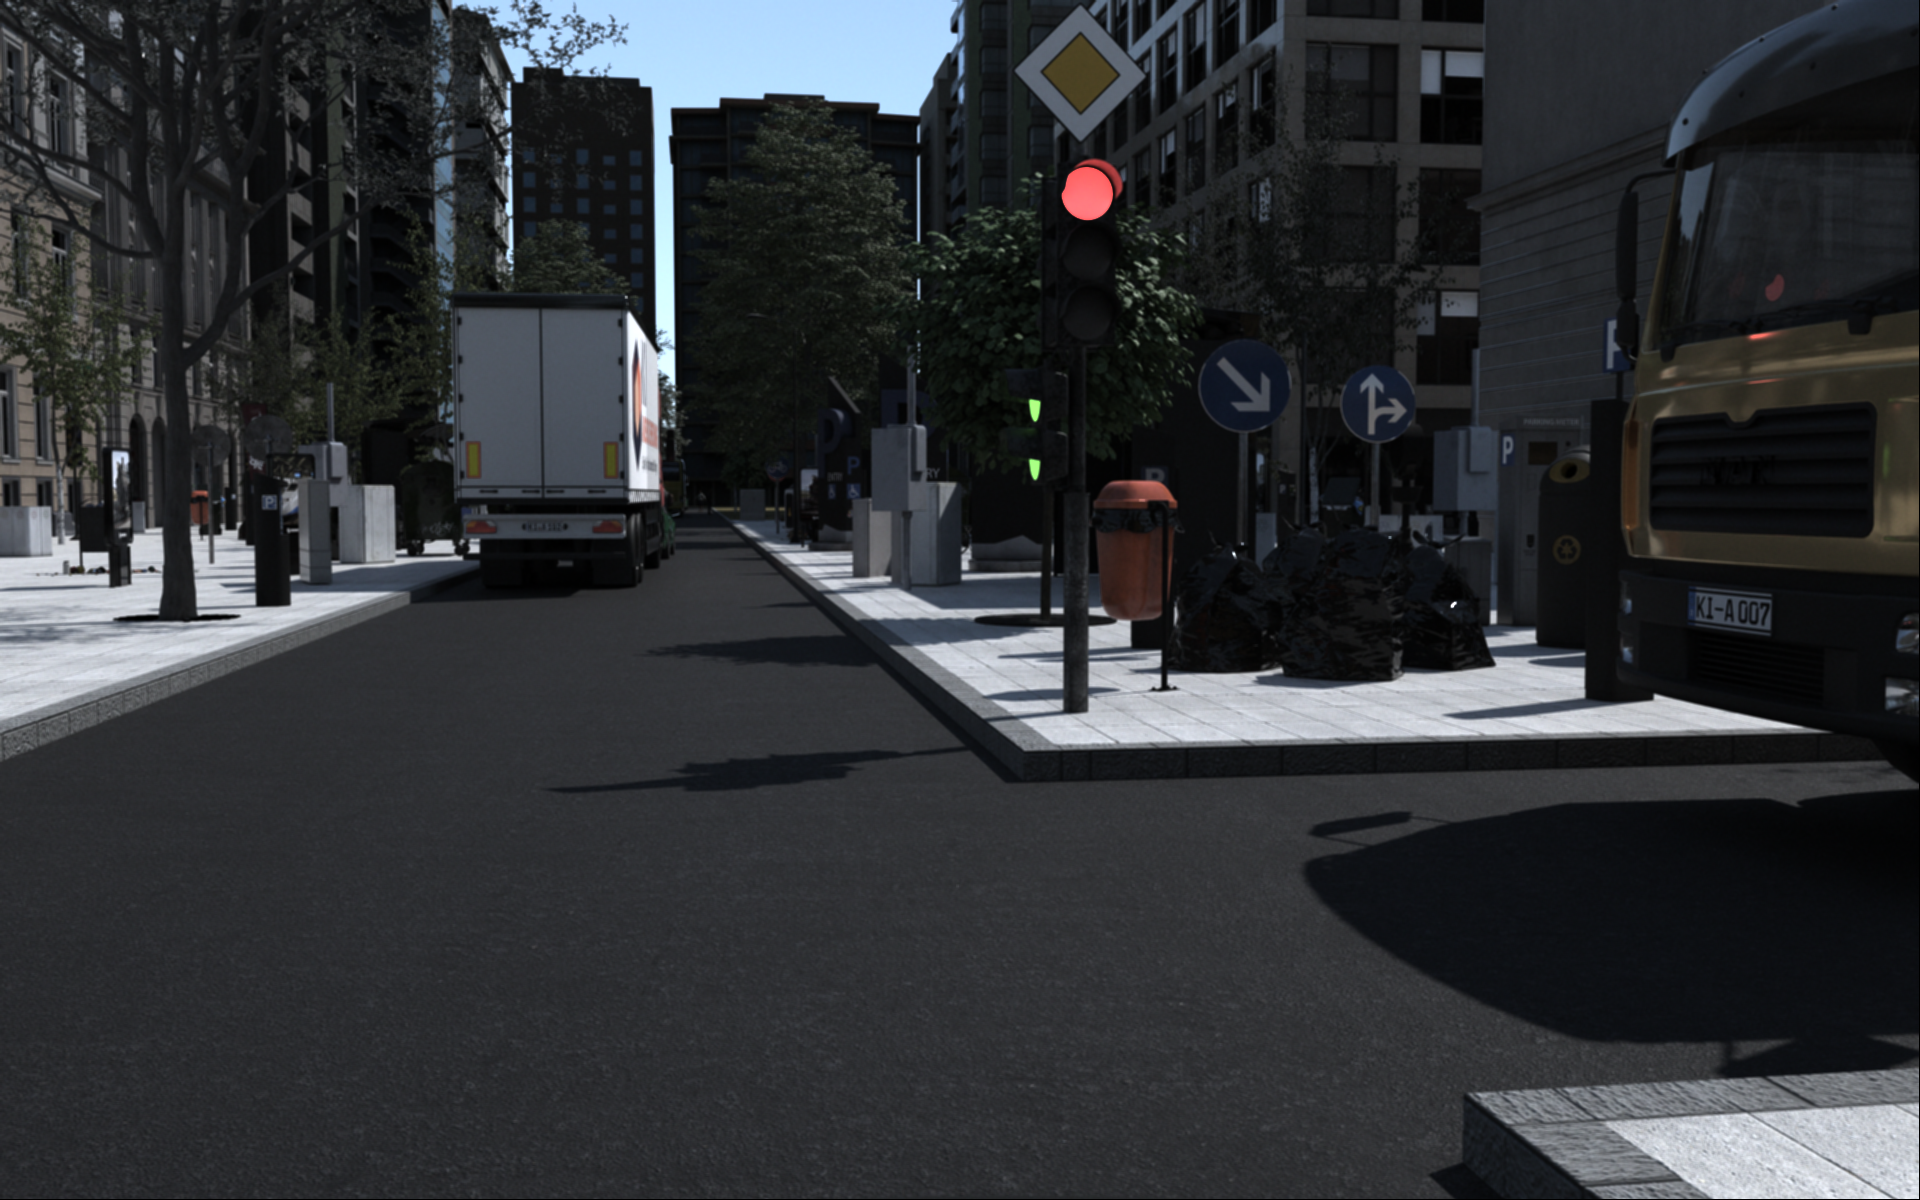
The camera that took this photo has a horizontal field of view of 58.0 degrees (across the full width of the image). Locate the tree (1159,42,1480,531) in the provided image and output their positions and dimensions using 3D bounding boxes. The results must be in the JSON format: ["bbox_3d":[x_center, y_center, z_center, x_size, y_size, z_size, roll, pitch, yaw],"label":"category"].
[{"bbox_3d":[6.045,-4.792,28.716,4.360,8.622,3.978,0,3,0],"label":"tree"}]

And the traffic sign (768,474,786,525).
[{"bbox_3d":[-7.555,-4.371,71.564,0.768,2.556,0.104,0,4,-1],"label":"traffic sign"}]

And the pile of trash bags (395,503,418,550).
[{"bbox_3d":[-13.687,-1.813,39.392,1.912,1.369,3.447,0,4,3],"label":"pile of trash bags"}]

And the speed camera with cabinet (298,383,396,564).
[{"bbox_3d":[-11.163,-2.277,31.567,0.660,3.252,2.038,1,4,18],"label":"speed camera with cabinet"}]

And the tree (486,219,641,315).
[{"bbox_3d":[-16.883,-9.426,72.247,7.486,12.596,7.792,0,3,0],"label":"tree"}]

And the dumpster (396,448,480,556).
[{"bbox_3d":[-10.959,-2.075,36.426,1.502,2.255,1.985,-1,4,-9],"label":"dumpster"}]

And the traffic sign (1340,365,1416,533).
[{"bbox_3d":[4.115,-1.044,17.173,0.768,2.556,0.104,0,4,-6],"label":"traffic sign"}]

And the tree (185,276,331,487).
[{"bbox_3d":[-23.205,-6.557,57.573,4.360,8.622,3.978,0,3,0],"label":"tree"}]

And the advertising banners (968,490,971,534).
[{"bbox_3d":[0.883,-3.653,55.915,2.074,3.025,0.090,-2,4,-34],"label":"advertising banners"}]

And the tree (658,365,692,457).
[{"bbox_3d":[-27.512,-14.684,146.745,9.857,13.997,8.962,0,3,0],"label":"tree"}]

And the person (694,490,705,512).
[{"bbox_3d":[-21.104,-8.030,140.572,1.217,1.735,0.721,2,4,34],"label":"person"}]

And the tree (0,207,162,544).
[{"bbox_3d":[-22.658,-5.722,43.923,4.737,8.622,4.395,0,3,0],"label":"tree"}]

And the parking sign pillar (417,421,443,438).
[{"bbox_3d":[-19.623,-4.600,63.688,1.447,3.967,1.447,-1,4,-10],"label":"parking sign pillar"}]

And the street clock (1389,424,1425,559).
[{"bbox_3d":[4.639,-0.823,18.030,0.358,2.002,0.471,0,4,-4],"label":"street clock"}]

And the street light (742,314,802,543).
[{"bbox_3d":[-4.822,-4.426,44.913,1.470,5.913,1.316,-1,4,-9],"label":"street light"}]

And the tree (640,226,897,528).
[{"bbox_3d":[-6.024,-8.553,65.589,9.928,11.665,9.643,0,3,0],"label":"tree"}]

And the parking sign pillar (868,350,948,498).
[{"bbox_3d":[-0.874,-2.683,32.346,1.447,3.967,1.447,0,4,3],"label":"parking sign pillar"}]

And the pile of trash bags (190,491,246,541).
[{"bbox_3d":[-19.719,-2.367,48.456,3.447,1.369,1.912,-2,4,-28],"label":"pile of trash bags"}]

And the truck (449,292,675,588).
[{"bbox_3d":[-6.528,-2.501,29.805,2.839,4.237,11.283,0,4,-7],"label":"truck"}]

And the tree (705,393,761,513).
[{"bbox_3d":[-15.228,-10.211,117.314,4.360,8.622,3.978,0,3,0],"label":"tree"}]

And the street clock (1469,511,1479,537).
[{"bbox_3d":[10.229,-1.828,34.460,0.471,2.002,0.358,2,4,26],"label":"street clock"}]

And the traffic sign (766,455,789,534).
[{"bbox_3d":[-5.888,-3.414,55.919,0.768,2.556,0.104,0,4,-7],"label":"traffic sign"}]

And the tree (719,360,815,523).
[{"bbox_3d":[-8.407,-7.757,77.196,4.737,8.622,4.395,0,3,0],"label":"tree"}]

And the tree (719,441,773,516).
[{"bbox_3d":[-12.062,-7.295,102.994,4.285,4.588,4.351,0,3,0],"label":"tree"}]

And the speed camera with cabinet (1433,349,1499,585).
[{"bbox_3d":[7.593,-1.822,24.134,2.038,3.252,0.660,-1,4,-23],"label":"speed camera with cabinet"}]

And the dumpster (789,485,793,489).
[{"bbox_3d":[-7.541,-4.692,82.474,1.264,1.857,1.865,-1,4,-9],"label":"dumpster"}]

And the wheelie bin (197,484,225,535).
[{"bbox_3d":[-23.477,-2.824,54.084,0.980,1.594,0.693,-2,4,-29],"label":"wheelie bin"}]

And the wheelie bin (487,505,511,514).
[{"bbox_3d":[-15.397,-3.047,57.719,0.980,1.594,0.693,1,4,11],"label":"wheelie bin"}]

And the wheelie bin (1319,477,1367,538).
[{"bbox_3d":[7.268,-1.526,32.866,0.980,1.594,0.693,3,4,39],"label":"wheelie bin"}]

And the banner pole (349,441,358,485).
[{"bbox_3d":[-28.470,-5.578,81.224,0.863,3.779,0.401,3,4,39],"label":"banner pole"}]

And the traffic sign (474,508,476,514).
[{"bbox_3d":[-13.703,-2.917,48.885,0.795,2.450,0.064,0,4,-8],"label":"traffic sign"}]

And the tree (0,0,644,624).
[{"bbox_3d":[-7.855,-6.543,17.346,12.009,13.543,11.850,0,3,0],"label":"tree"}]

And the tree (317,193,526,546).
[{"bbox_3d":[-12.512,-5.668,43.036,4.737,8.622,4.395,0,3,0],"label":"tree"}]

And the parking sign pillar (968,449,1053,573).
[{"bbox_3d":[0.862,-2.471,28.870,1.447,3.967,1.447,1,4,22],"label":"parking sign pillar"}]

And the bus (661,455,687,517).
[{"bbox_3d":[-18.681,-7.187,109.046,2.896,3.916,12.252,-1,4,-8],"label":"bus"}]

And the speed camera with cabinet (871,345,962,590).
[{"bbox_3d":[-0.585,-1.805,23.854,0.660,3.252,2.038,1,4,20],"label":"speed camera with cabinet"}]

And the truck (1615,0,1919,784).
[{"bbox_3d":[7.115,-0.704,7.435,9.791,3.379,3.469,0,4,-7],"label":"truck"}]

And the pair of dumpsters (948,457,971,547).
[{"bbox_3d":[-0.694,-2.524,43.763,1.574,2.255,4.437,-1,4,-9],"label":"pair of dumpsters"}]

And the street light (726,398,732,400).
[{"bbox_3d":[-10.870,-6.804,83.789,1.470,5.913,1.316,-1,4,-9],"label":"street light"}]

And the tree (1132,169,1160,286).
[{"bbox_3d":[5.547,-5.275,36.608,4.360,8.622,3.978,0,3,0],"label":"tree"}]

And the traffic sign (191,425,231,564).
[{"bbox_3d":[-13.793,-1.942,31.853,0.768,2.556,0.104,0,4,-4],"label":"traffic sign"}]

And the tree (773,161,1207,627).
[{"bbox_3d":[0.785,-2.051,17.241,4.285,4.588,4.351,0,3,0],"label":"tree"}]

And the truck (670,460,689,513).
[{"bbox_3d":[-21.819,-8.526,129.163,2.967,4.110,18.799,-1,4,-8],"label":"truck"}]

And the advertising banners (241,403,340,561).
[{"bbox_3d":[-12.801,-2.270,33.302,2.074,3.025,0.090,0,4,7],"label":"advertising banners"}]

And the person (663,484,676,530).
[{"bbox_3d":[-11.558,-3.627,67.762,0.822,1.834,0.622,1,4,9],"label":"person"}]

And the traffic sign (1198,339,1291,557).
[{"bbox_3d":[2.338,-0.870,14.327,0.768,2.556,0.104,0,4,-2],"label":"traffic sign"}]

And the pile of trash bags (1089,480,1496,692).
[{"bbox_3d":[2.231,-0.162,12.402,3.447,1.369,1.912,-3,5,-42],"label":"pile of trash bags"}]

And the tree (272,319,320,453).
[{"bbox_3d":[-23.238,-7.101,66.456,4.737,8.622,4.395,0,3,0],"label":"tree"}]

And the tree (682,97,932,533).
[{"bbox_3d":[-4.246,-8.080,50.227,7.486,12.596,7.792,0,3,0],"label":"tree"}]

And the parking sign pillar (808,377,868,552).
[{"bbox_3d":[-2.729,-3.104,39.230,1.447,3.967,1.447,-2,4,-33],"label":"parking sign pillar"}]

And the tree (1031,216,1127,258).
[{"bbox_3d":[2.739,-5.771,44.714,4.737,8.622,4.395,0,3,0],"label":"tree"}]

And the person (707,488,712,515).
[{"bbox_3d":[-17.326,-6.818,120.002,0.705,1.821,1.348,-1,4,-10],"label":"person"}]

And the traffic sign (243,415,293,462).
[{"bbox_3d":[-11.123,-1.698,27.874,0.768,2.556,0.104,0,4,-8],"label":"traffic sign"}]

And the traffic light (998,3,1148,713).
[{"bbox_3d":[0.663,-1.295,10.094,0.839,4.253,0.868,-1,4,-9],"label":"traffic light"}]

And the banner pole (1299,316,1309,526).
[{"bbox_3d":[4.885,-2.120,24.682,0.401,3.779,0.863,1,4,11],"label":"banner pole"}]

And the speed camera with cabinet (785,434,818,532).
[{"bbox_3d":[-5.225,-3.883,57.824,0.660,3.252,2.038,-2,4,-28],"label":"speed camera with cabinet"}]
